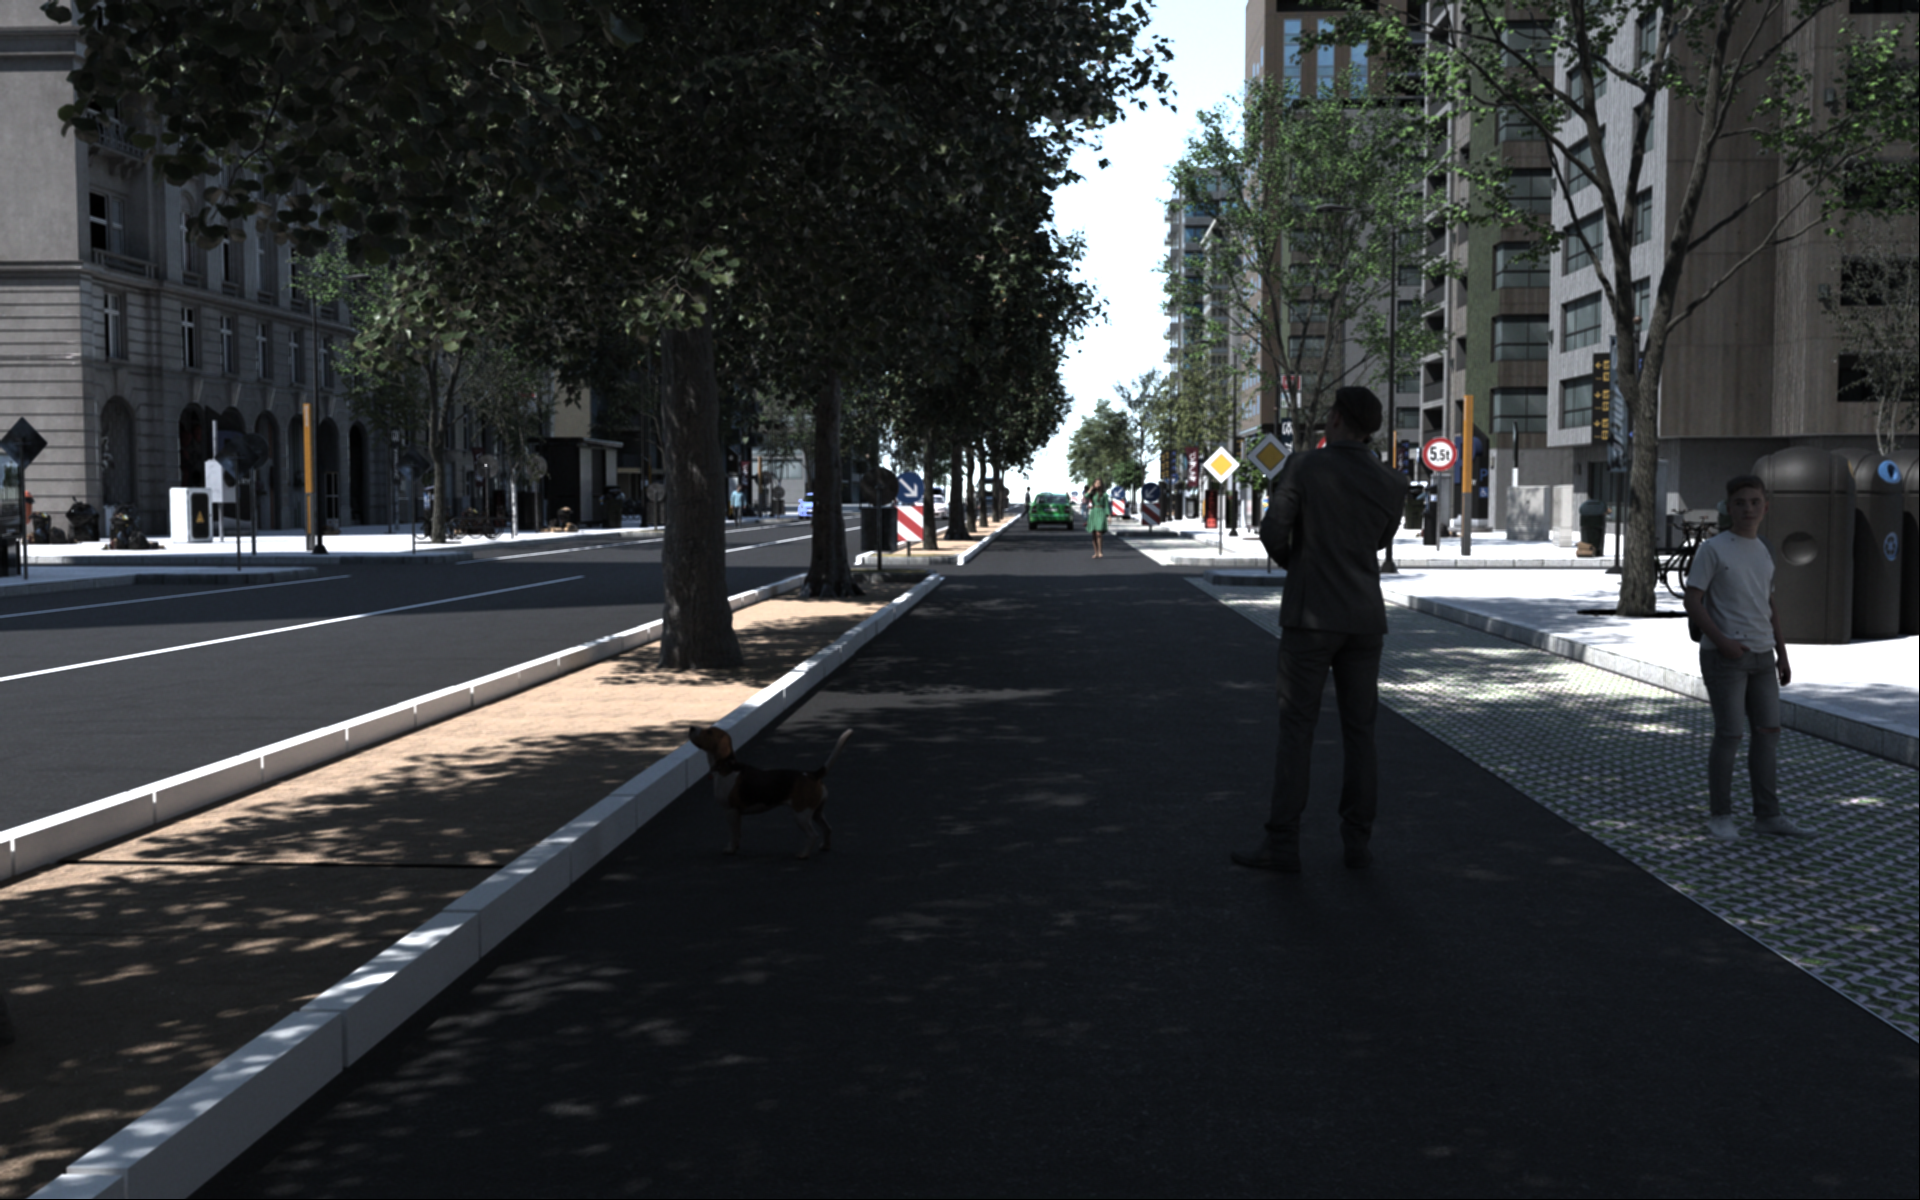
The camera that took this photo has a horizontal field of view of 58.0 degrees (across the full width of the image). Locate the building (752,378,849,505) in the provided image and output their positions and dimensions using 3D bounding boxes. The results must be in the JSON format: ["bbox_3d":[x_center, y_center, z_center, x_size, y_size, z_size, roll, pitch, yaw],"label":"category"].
[{"bbox_3d":[-29.151,-38.619,220.662,28.713,52.752,27.495,0,4,3],"label":"building"}]

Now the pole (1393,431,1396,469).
[{"bbox_3d":[14.024,-3.808,56.097,0.158,3.312,0.155,0,3,0],"label":"pole"}]

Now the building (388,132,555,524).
[{"bbox_3d":[-29.020,-17.619,85.330,12.463,27.353,25.104,0,4,3],"label":"building"}]

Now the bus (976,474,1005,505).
[{"bbox_3d":[3.208,-11.368,180.728,2.948,3.499,13.247,0,4,2],"label":"bus"}]

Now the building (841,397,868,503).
[{"bbox_3d":[-24.844,-38.012,245.201,21.300,48.544,21.600,0,4,3],"label":"building"}]

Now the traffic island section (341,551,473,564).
[{"bbox_3d":[-11.673,-0.898,36.961,2.009,0.180,2.903,0,4,3],"label":"traffic island section"}]

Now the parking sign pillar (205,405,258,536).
[{"bbox_3d":[-22.376,-3.955,53.137,1.447,3.967,1.447,3,5,44],"label":"parking sign pillar"}]

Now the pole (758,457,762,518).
[{"bbox_3d":[-10.888,-6.146,94.334,0.158,3.312,0.155,0,3,0],"label":"pole"}]

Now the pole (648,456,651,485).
[{"bbox_3d":[-16.546,-6.031,92.445,0.158,3.312,0.155,0,3,0],"label":"pole"}]

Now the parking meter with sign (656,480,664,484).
[{"bbox_3d":[-16.058,-5.955,93.626,1.738,3.016,0.543,3,4,36],"label":"parking meter with sign"}]

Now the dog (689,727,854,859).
[{"bbox_3d":[-0.754,0.758,6.890,0.540,0.507,0.406,-2,4,-33],"label":"dog"}]

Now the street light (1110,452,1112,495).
[{"bbox_3d":[11.645,-9.490,127.697,1.470,5.913,1.316,0,4,3],"label":"street light"}]

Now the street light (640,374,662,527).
[{"bbox_3d":[-11.651,-5.753,66.606,1.470,5.913,1.316,0,4,3],"label":"street light"}]

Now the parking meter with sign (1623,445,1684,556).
[{"bbox_3d":[14.304,-2.422,35.854,1.738,3.016,0.543,-2,4,-33],"label":"parking meter with sign"}]

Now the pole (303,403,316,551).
[{"bbox_3d":[-14.678,-2.766,39.070,0.158,3.312,0.155,0,3,0],"label":"pole"}]

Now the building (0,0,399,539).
[{"bbox_3d":[-30.093,-13.372,60.433,13.314,21.916,24.055,0,4,3],"label":"building"}]

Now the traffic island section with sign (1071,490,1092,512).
[{"bbox_3d":[11.658,-9.438,162.938,1.989,1.847,2.006,0,4,3],"label":"traffic island section with sign"}]

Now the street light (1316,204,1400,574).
[{"bbox_3d":[6.404,-3.386,27.906,1.470,5.913,1.316,0,4,3],"label":"street light"}]

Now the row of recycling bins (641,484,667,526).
[{"bbox_3d":[-12.556,-3.964,71.925,1.069,1.692,3.534,-1,4,-18],"label":"row of recycling bins"}]

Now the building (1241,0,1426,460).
[{"bbox_3d":[31.167,-30.178,143.521,14.600,45.320,14.200,0,4,3],"label":"building"}]

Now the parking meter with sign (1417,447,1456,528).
[{"bbox_3d":[18.045,-4.201,64.949,1.738,3.016,0.543,0,4,5],"label":"parking meter with sign"}]

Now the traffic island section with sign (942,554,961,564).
[{"bbox_3d":[-1.010,-1.708,36.070,2.006,1.907,1.989,0,4,3],"label":"traffic island section with sign"}]

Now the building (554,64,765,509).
[{"bbox_3d":[-29.827,-30.659,155.905,22.147,44.769,28.867,0,4,3],"label":"building"}]

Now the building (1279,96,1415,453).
[{"bbox_3d":[30.909,-21.905,129.841,14.160,30.474,14.107,0,4,3],"label":"building"}]

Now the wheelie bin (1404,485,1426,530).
[{"bbox_3d":[16.419,-3.339,62.498,0.980,1.594,0.693,0,4,4],"label":"wheelie bin"}]

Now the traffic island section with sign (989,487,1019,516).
[{"bbox_3d":[2.845,-6.298,111.110,2.006,1.907,1.989,0,4,3],"label":"traffic island section with sign"}]

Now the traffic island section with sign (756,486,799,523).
[{"bbox_3d":[-9.113,-4.778,86.756,1.989,1.847,2.006,0,4,3],"label":"traffic island section with sign"}]

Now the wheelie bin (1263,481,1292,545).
[{"bbox_3d":[7.596,-1.995,40.527,0.980,1.594,0.693,0,4,-1],"label":"wheelie bin"}]

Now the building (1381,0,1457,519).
[{"bbox_3d":[34.686,-39.869,90.118,20.563,71.187,20.611,0,4,3],"label":"building"}]

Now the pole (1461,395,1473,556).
[{"bbox_3d":[10.482,-2.566,35.794,0.158,3.312,0.155,0,3,0],"label":"pole"}]

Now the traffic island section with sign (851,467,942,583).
[{"bbox_3d":[-1.401,-1.256,28.673,2.006,1.907,1.989,0,4,3],"label":"traffic island section with sign"}]

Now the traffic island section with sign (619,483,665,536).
[{"bbox_3d":[-10.521,-3.113,59.522,1.989,1.847,2.006,0,4,3],"label":"traffic island section with sign"}]

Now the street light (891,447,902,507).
[{"bbox_3d":[-6.214,-12.218,172.304,1.470,5.913,1.316,0,4,3],"label":"street light"}]

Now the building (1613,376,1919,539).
[{"bbox_3d":[26.532,-17.095,51.205,14.107,30.474,14.160,0,4,3],"label":"building"}]

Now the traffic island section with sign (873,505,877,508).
[{"bbox_3d":[-6.550,-7.826,136.578,1.989,1.847,2.006,0,4,3],"label":"traffic island section with sign"}]

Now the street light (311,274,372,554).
[{"bbox_3d":[-13.136,-3.930,36.793,1.470,5.913,1.316,0,4,3],"label":"street light"}]

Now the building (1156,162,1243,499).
[{"bbox_3d":[41.224,-38.764,253.395,23.786,49.044,30.456,0,4,3],"label":"building"}]

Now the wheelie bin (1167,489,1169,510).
[{"bbox_3d":[12.750,-6.101,107.666,0.693,1.594,0.980,-2,4,-35],"label":"wheelie bin"}]

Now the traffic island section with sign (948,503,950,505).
[{"bbox_3d":[-0.922,-14.513,245.911,1.989,1.847,2.006,0,4,3],"label":"traffic island section with sign"}]

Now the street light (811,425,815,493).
[{"bbox_3d":[-9.190,-8.615,113.388,1.470,5.913,1.316,0,4,3],"label":"street light"}]

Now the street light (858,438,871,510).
[{"bbox_3d":[-7.690,-10.419,142.893,1.470,5.913,1.316,0,4,3],"label":"street light"}]

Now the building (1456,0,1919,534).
[{"bbox_3d":[26.179,-18.028,66.452,14.160,30.474,14.107,0,4,3],"label":"building"}]

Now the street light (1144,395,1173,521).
[{"bbox_3d":[9.317,-6.649,81.256,1.470,5.913,1.316,0,4,3],"label":"street light"}]

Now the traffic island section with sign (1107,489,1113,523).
[{"bbox_3d":[7.647,-4.683,85.194,1.989,1.847,2.006,0,4,3],"label":"traffic island section with sign"}]

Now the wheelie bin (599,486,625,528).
[{"bbox_3d":[-13.040,-3.497,65.092,0.980,1.594,0.693,-2,4,-32],"label":"wheelie bin"}]

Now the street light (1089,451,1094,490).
[{"bbox_3d":[14.617,-13.098,186.691,1.470,5.913,1.316,0,4,3],"label":"street light"}]

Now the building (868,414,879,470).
[{"bbox_3d":[-19.944,-30.101,263.850,14.160,30.474,14.107,0,4,3],"label":"building"}]

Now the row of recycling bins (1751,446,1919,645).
[{"bbox_3d":[8.398,-0.532,15.814,3.534,1.692,1.069,-2,4,-33],"label":"row of recycling bins"}]

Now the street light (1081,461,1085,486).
[{"bbox_3d":[17.481,-16.417,240.960,1.470,5.913,1.316,0,4,3],"label":"street light"}]

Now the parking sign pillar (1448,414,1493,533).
[{"bbox_3d":[17.077,-4.243,57.839,1.447,3.967,1.447,-1,4,-22],"label":"parking sign pillar"}]

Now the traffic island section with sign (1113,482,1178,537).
[{"bbox_3d":[6.254,-3.028,58.130,1.989,1.847,2.006,0,4,3],"label":"traffic island section with sign"}]

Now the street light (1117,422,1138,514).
[{"bbox_3d":[10.713,-8.465,110.940,1.470,5.913,1.316,0,4,3],"label":"street light"}]

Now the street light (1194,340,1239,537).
[{"bbox_3d":[7.731,-4.873,52.219,1.470,5.913,1.316,0,4,3],"label":"street light"}]

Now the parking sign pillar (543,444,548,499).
[{"bbox_3d":[-21.204,-6.259,90.813,1.447,3.967,1.447,3,4,38],"label":"parking sign pillar"}]

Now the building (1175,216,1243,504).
[{"bbox_3d":[44.618,-32.685,226.281,32.217,40.220,23.993,0,4,3],"label":"building"}]

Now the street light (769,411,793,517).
[{"bbox_3d":[-9.949,-7.577,96.421,1.470,5.913,1.316,0,4,3],"label":"street light"}]

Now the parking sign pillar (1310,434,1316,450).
[{"bbox_3d":[15.349,-5.465,77.832,1.447,3.967,1.447,1,4,21],"label":"parking sign pillar"}]
